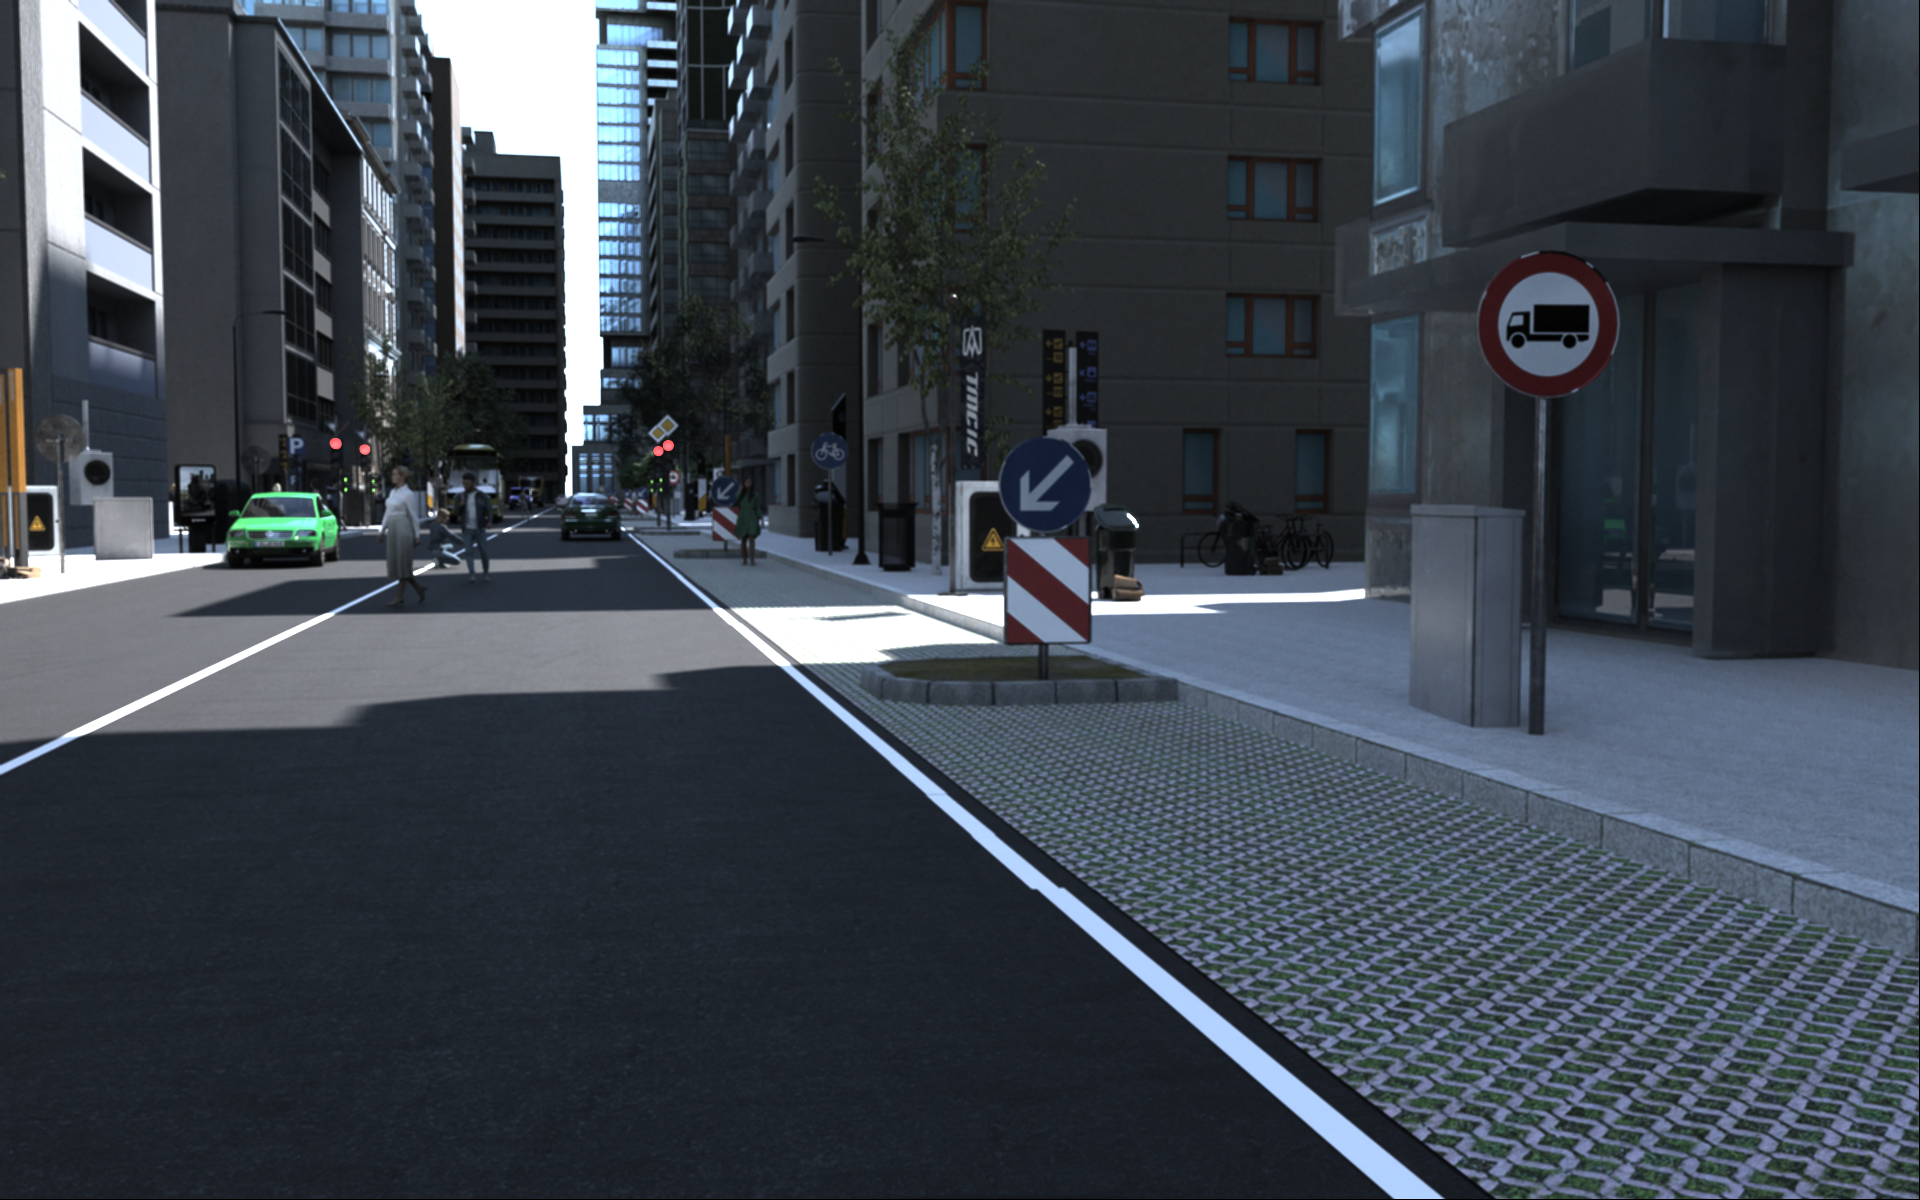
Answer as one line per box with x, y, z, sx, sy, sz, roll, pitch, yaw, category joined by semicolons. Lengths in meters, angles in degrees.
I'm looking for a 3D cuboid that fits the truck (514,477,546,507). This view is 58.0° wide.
-48.046;-12.125;194.160;3.469;3.379;9.791;-1;4;-12;truck

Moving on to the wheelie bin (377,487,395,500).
-26.323;-4.395;79.765;0.980;1.594;0.693;-1;4;-14;wheelie bin

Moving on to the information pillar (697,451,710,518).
-13.977;-6.262;93.745;0.504;3.616;0.183;1;4;18;information pillar

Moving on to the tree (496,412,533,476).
-56.914;-17.712;215.353;9.928;11.665;9.643;0;3;0;tree

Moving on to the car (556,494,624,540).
-11.748;-2.648;55.086;2.131;1.459;4.920;-1;4;-12;car

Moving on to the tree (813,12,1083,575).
-0.320;-4.684;26.943;4.737;8.622;4.395;0;3;0;tree

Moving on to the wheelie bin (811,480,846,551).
-2.962;-1.896;38.916;0.693;1.594;0.980;-1;4;-19;wheelie bin

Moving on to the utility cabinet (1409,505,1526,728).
2.913;0.072;9.992;0.306;1.237;1.020;0;4;-5;utility cabinet

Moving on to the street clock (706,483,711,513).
-17.039;-6.884;117.130;0.358;2.002;0.471;3;5;45;street clock

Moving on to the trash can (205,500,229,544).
-19.211;-2.018;44.645;0.748;1.137;0.748;0;3;0;trash can

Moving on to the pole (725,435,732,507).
-7.953;-4.013;59.462;0.158;3.312;0.155;0;3;0;pole

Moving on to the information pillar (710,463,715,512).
-17.974;-8.191;125.274;0.504;3.616;0.183;-3;4;-36;information pillar

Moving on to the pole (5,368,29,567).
-15.324;-2.100;28.182;0.158;3.312;0.155;0;3;0;pole

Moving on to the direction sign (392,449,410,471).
-28.028;-5.801;86.851;0.876;3.537;0.379;0;4;1;direction sign

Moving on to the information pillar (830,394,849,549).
-2.827;-2.997;40.348;0.183;3.616;0.504;3;4;36;information pillar

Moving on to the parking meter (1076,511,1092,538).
2.110;-1.453;29.465;0.255;1.863;0.399;0;4;4;parking meter

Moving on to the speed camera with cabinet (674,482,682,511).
-21.389;-8.381;131.363;0.660;3.252;2.038;0;4;-7;speed camera with cabinet

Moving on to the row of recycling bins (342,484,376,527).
-24.006;-3.805;69.318;1.069;1.692;3.534;-1;4;-11;row of recycling bins

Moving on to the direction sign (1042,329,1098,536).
1.532;-1.960;24.045;0.876;3.537;0.379;-2;4;-27;direction sign

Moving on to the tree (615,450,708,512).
-20.266;-8.136;116.734;4.285;4.588;4.351;0;3;0;tree

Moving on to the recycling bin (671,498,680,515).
-17.900;-5.826;107.806;0.722;1.027;0.722;2;4;28;recycling bin

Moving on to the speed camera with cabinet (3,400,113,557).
-18.688;-2.541;35.873;0.660;3.252;2.038;3;4;38;speed camera with cabinet

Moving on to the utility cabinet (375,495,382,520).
-28.464;-4.557;85.675;1.020;1.237;0.306;-2;4;-34;utility cabinet

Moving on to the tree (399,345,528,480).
-38.273;-13.247;133.598;9.611;12.733;9.660;0;3;0;tree

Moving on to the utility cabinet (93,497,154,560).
-16.345;-1.388;33.858;1.020;1.237;0.306;-1;4;-21;utility cabinet

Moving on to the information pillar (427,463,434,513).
-36.437;-7.823;119.267;0.504;3.616;0.183;-2;4;-27;information pillar

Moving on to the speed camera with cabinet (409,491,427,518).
-30.270;-6.140;94.723;2.038;3.252;0.660;-1;4;-9;speed camera with cabinet

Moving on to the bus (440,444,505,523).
-24.791;-5.950;88.837;2.896;3.916;12.252;-1;4;-13;bus

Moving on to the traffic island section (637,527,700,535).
-10.253;-2.375;61.108;2.009;0.180;2.903;-1;4;-12;traffic island section

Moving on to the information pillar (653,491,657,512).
-21.355;-7.960;121.498;0.183;3.616;0.504;3;4;37;information pillar

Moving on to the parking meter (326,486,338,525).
-20.925;-3.016;57.717;0.372;1.533;0.369;0;3;0;parking meter

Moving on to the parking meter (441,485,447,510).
-32.359;-6.294;108.621;0.255;1.863;0.399;1;4;14;parking meter

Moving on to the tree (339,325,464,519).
-25.201;-7.690;76.095;4.737;8.622;4.395;0;3;0;tree

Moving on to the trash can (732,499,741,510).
-10.064;-4.107;78.797;0.748;1.137;0.748;0;3;0;trash can

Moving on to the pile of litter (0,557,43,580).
-14.700;-0.767;26.506;1.176;0.858;1.719;-2;4;-32;pile of litter

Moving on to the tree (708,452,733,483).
-18.455;-8.816;127.856;4.285;4.588;4.351;0;3;0;tree

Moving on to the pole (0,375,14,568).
-16.406;-2.189;29.632;0.158;3.312;0.155;0;3;0;pole

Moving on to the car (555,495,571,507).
-40.336;-10.060;176.848;2.083;1.381;4.827;-1;4;-14;car

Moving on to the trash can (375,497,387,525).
-24.460;-3.740;72.799;0.748;1.137;0.748;0;3;0;trash can

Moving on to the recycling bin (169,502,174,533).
-26.320;-2.707;56.806;0.722;1.027;0.722;0;4;3;recycling bin

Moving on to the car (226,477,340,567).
-13.810;-1.630;35.443;1.959;1.807;4.718;-1;4;-14;car

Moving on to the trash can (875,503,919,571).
-1.052;-1.055;28.906;0.748;1.137;0.748;0;3;0;trash can

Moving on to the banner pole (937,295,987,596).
0.054;-1.936;21.667;0.401;3.779;0.863;-3;5;-39;banner pole

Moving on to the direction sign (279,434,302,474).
-25.393;-4.511;65.757;0.876;3.537;0.379;0;4;3;direction sign

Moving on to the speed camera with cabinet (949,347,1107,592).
0.905;-1.758;23.085;2.038;3.252;0.660;-1;4;-15;speed camera with cabinet

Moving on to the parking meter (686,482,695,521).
-12.965;-4.743;83.264;0.399;1.863;0.255;-2;4;-23;parking meter

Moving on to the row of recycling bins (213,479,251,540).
-20.552;-2.533;48.522;1.069;1.692;3.534;-2;4;-29;row of recycling bins

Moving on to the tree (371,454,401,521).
-27.287;-5.375;82.486;1.663;3.219;1.824;0;3;0;tree

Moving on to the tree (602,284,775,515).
-11.183;-8.761;77.649;7.601;10.594;8.767;0;4;1;tree

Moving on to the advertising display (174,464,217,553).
-16.664;-1.993;37.793;0.123;1.923;0.974;2;4;27;advertising display

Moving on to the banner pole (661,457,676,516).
-17.059;-6.828;101.658;0.863;3.779;0.401;0;4;7;banner pole

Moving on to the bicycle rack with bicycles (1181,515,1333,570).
5.296;-1.013;29.946;2.925;0.926;2.852;-2;4;-29;bicycle rack with bicycles

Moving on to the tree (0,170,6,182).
-13.153;-4.266;20.118;4.360;8.622;3.978;0;3;0;tree

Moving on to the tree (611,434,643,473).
-40.081;-15.807;208.800;4.360;8.622;3.978;0;3;0;tree

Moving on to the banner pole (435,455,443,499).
-33.166;-7.357;110.302;0.401;3.779;0.863;1;4;23;banner pole

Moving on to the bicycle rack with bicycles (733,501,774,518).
-10.865;-4.530;87.450;2.925;0.926;2.852;3;4;36;bicycle rack with bicycles

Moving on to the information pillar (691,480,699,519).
-13.400;-5.083;87.606;0.304;2.012;0.304;-2;4;-25;information pillar

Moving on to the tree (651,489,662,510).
-24.108;-8.805;138.560;1.663;3.219;1.824;0;3;0;tree

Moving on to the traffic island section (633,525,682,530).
-11.956;-2.852;68.910;2.009;0.180;2.903;-1;4;-12;traffic island section
